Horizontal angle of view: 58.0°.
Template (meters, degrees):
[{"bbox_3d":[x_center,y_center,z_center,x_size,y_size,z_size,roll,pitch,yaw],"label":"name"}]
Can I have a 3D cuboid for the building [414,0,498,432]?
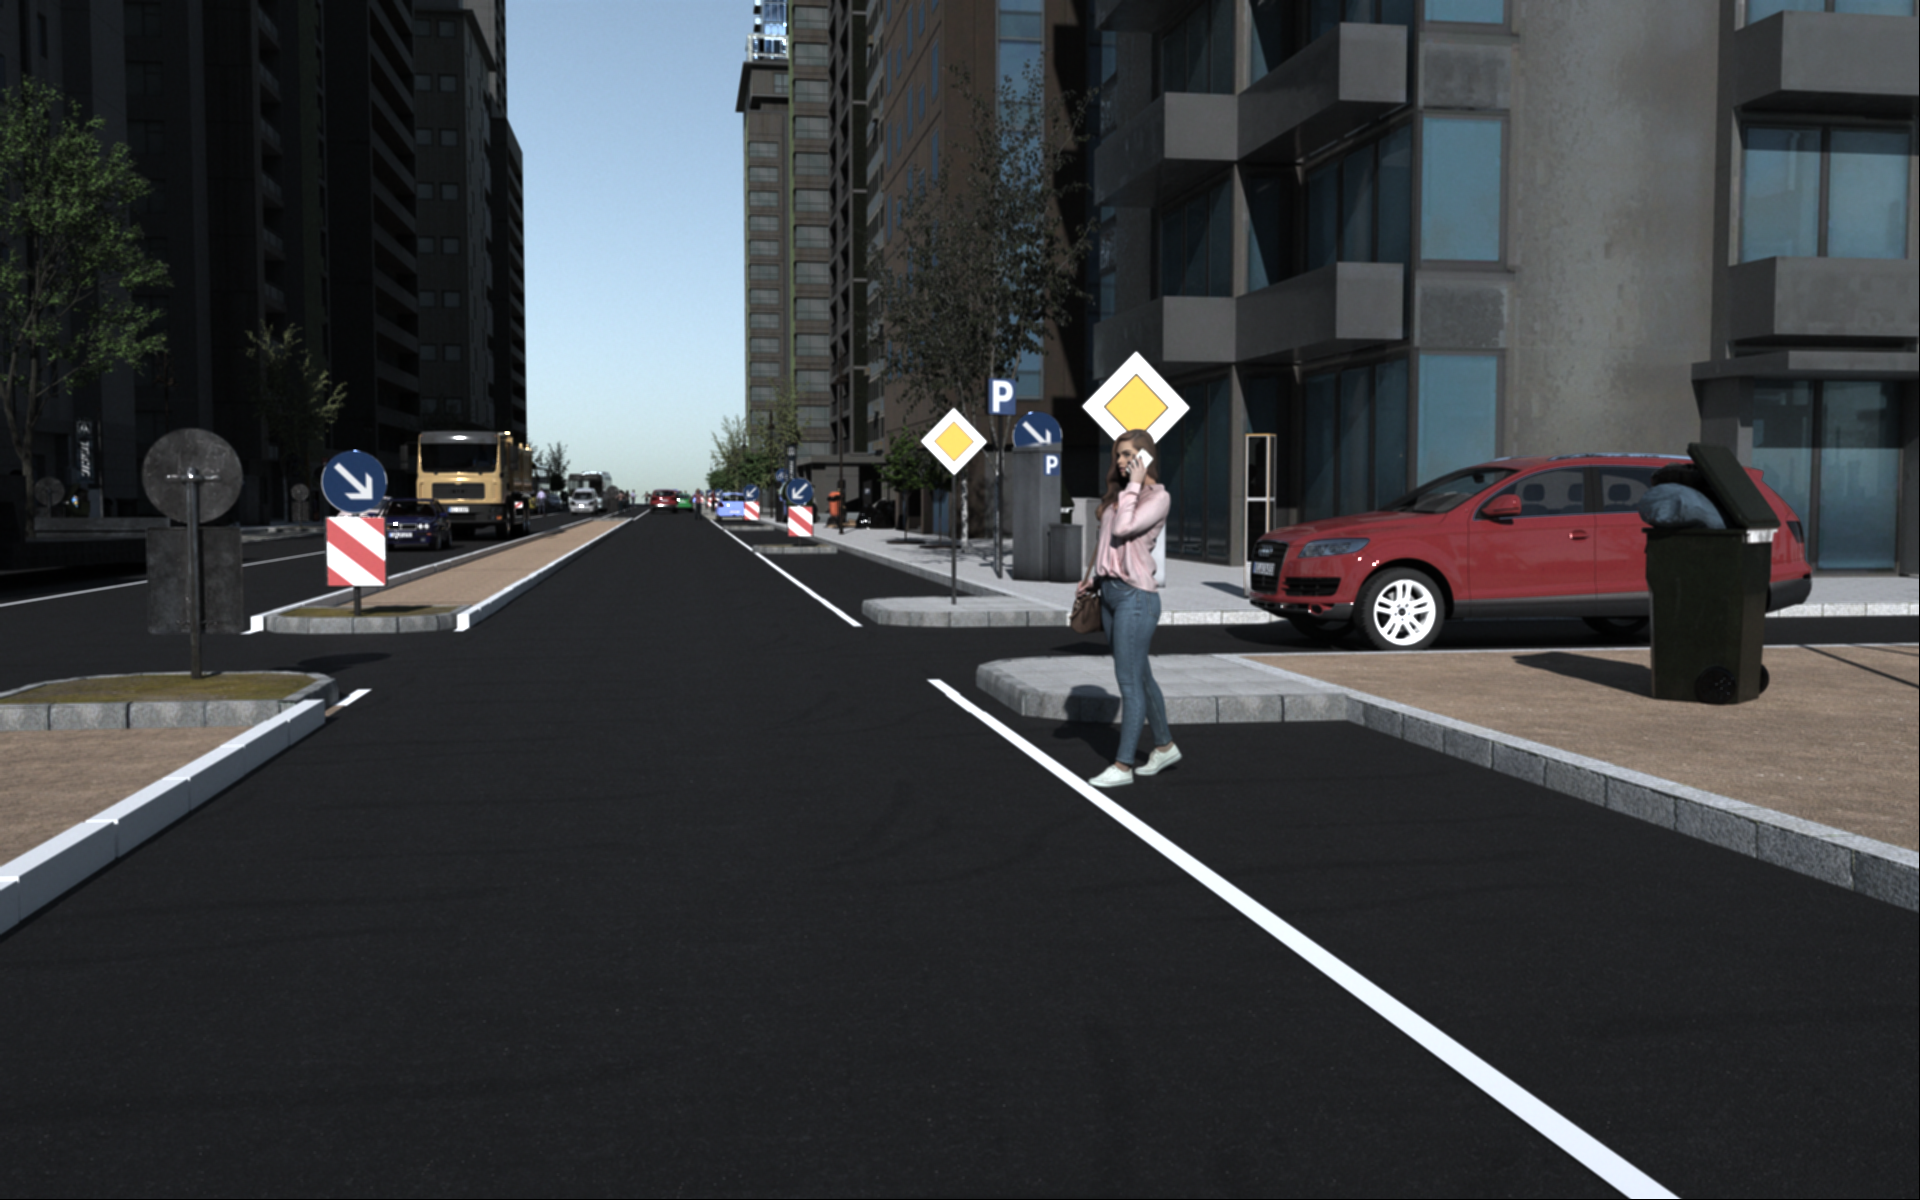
[{"bbox_3d":[-65.307,-36.533,186.546,28.713,52.752,27.495,-1,4,-9],"label":"building"}]

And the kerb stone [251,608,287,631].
[{"bbox_3d":[-7.449,0.219,18.642,0.120,0.150,1.000,-1,4,-9],"label":"kerb stone"}]

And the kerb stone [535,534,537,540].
[{"bbox_3d":[-13.112,-1.885,53.010,0.120,0.150,1.000,-1,4,-9],"label":"kerb stone"}]

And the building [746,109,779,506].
[{"bbox_3d":[-16.148,-30.878,188.447,14.154,41.232,14.086,-1,4,-9],"label":"building"}]

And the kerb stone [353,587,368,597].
[{"bbox_3d":[-8.286,-0.092,23.692,0.120,0.150,1.000,-1,4,-9],"label":"kerb stone"}]

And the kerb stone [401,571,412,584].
[{"bbox_3d":[-8.955,-0.339,27.740,0.120,0.150,1.000,-1,4,-9],"label":"kerb stone"}]

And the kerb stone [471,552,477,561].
[{"bbox_3d":[-10.456,-0.893,36.841,0.120,0.150,1.000,-1,4,-9],"label":"kerb stone"}]

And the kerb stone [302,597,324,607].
[{"bbox_3d":[-7.786,0.094,20.663,0.120,0.150,1.000,-1,4,-9],"label":"kerb stone"}]

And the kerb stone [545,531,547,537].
[{"bbox_3d":[-13.786,-2.127,57.055,0.120,0.150,1.000,-1,4,-9],"label":"kerb stone"}]

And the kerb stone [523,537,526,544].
[{"bbox_3d":[-12.457,-1.637,48.967,0.120,0.150,1.000,-1,4,-9],"label":"kerb stone"}]

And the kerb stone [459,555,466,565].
[{"bbox_3d":[-10.116,-0.772,34.826,0.120,0.150,1.000,-1,4,-9],"label":"kerb stone"}]

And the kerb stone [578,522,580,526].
[{"bbox_3d":[-16.948,-3.307,76.263,0.120,0.150,1.000,-1,4,-9],"label":"kerb stone"}]

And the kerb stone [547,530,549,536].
[{"bbox_3d":[-13.957,-2.192,58.077,0.120,0.150,1.000,-1,4,-9],"label":"kerb stone"}]

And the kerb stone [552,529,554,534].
[{"bbox_3d":[-14.289,-2.318,60.102,0.120,0.150,1.000,-1,4,-9],"label":"kerb stone"}]

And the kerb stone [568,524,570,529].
[{"bbox_3d":[-15.784,-2.875,69.194,0.120,0.150,1.000,-1,4,-9],"label":"kerb stone"}]

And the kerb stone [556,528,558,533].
[{"bbox_3d":[-14.617,-2.442,62.128,0.120,0.150,1.000,-1,4,-9],"label":"kerb stone"}]

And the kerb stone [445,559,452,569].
[{"bbox_3d":[-9.793,-0.643,32.801,0.120,0.150,1.000,-1,4,-9],"label":"kerb stone"}]

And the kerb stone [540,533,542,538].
[{"bbox_3d":[-13.455,-2.009,55.038,0.120,0.150,1.000,-1,4,-9],"label":"kerb stone"}]

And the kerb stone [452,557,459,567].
[{"bbox_3d":[-9.949,-0.711,33.814,0.120,0.150,1.000,-1,4,-9],"label":"kerb stone"}]

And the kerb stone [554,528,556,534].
[{"bbox_3d":[-14.460,-2.378,61.117,0.120,0.150,1.000,-1,4,-9],"label":"kerb stone"}]

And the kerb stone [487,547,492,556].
[{"bbox_3d":[-10.957,-1.082,39.878,0.120,0.150,1.000,-1,4,-9],"label":"kerb stone"}]

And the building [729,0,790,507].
[{"bbox_3d":[-20.212,-56.541,237.122,22.319,86.520,31.000,-1,4,-9],"label":"building"}]

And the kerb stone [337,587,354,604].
[{"bbox_3d":[-8.120,-0.029,22.680,0.120,0.150,1.000,-1,4,-9],"label":"kerb stone"}]

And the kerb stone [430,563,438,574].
[{"bbox_3d":[-9.457,-0.525,30.774,0.120,0.150,1.000,-1,4,-9],"label":"kerb stone"}]

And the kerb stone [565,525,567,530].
[{"bbox_3d":[-15.449,-2.750,67.177,0.120,0.150,1.000,-1,4,-9],"label":"kerb stone"}]

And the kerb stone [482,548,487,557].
[{"bbox_3d":[-10.791,-1.020,38.870,0.120,0.150,1.000,-1,4,-9],"label":"kerb stone"}]

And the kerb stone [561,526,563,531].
[{"bbox_3d":[-15.123,-2.626,65.160,0.120,0.150,1.000,-1,4,-9],"label":"kerb stone"}]

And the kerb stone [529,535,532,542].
[{"bbox_3d":[-12.782,-1.761,50.988,0.120,0.150,1.000,-1,4,-9],"label":"kerb stone"}]

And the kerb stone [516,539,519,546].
[{"bbox_3d":[-12.120,-1.513,46.951,0.120,0.150,1.000,-1,4,-9],"label":"kerb stone"}]

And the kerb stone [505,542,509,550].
[{"bbox_3d":[-11.620,-1.329,43.922,0.120,0.150,1.000,-1,4,-9],"label":"kerb stone"}]

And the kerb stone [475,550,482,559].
[{"bbox_3d":[-10.620,-0.954,37.857,0.120,0.150,1.000,-1,4,-9],"label":"kerb stone"}]

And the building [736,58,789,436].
[{"bbox_3d":[-12.078,-37.961,209.903,28.713,52.752,27.495,-1,4,-9],"label":"building"}]

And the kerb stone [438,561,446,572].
[{"bbox_3d":[-9.609,-0.586,31.785,0.120,0.150,1.000,-1,4,-9],"label":"kerb stone"}]

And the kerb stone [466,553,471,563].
[{"bbox_3d":[-10.284,-0.832,35.834,0.120,0.150,1.000,-1,4,-9],"label":"kerb stone"}]

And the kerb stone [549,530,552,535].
[{"bbox_3d":[-14.119,-2.257,59.090,0.120,0.150,1.000,-1,4,-9],"label":"kerb stone"}]

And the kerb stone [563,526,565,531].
[{"bbox_3d":[-15.285,-2.689,66.169,0.120,0.150,1.000,-1,4,-9],"label":"kerb stone"}]

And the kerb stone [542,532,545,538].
[{"bbox_3d":[-13.617,-2.070,56.047,0.120,0.150,1.000,-1,4,-9],"label":"kerb stone"}]

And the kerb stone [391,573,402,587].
[{"bbox_3d":[-8.786,-0.275,26.732,0.120,0.150,1.000,-1,4,-9],"label":"kerb stone"}]

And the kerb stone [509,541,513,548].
[{"bbox_3d":[-11.782,-1.390,44.931,0.120,0.150,1.000,-1,4,-9],"label":"kerb stone"}]

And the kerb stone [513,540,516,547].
[{"bbox_3d":[-11.952,-1.452,45.942,0.120,0.150,1.000,-1,4,-9],"label":"kerb stone"}]

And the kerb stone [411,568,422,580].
[{"bbox_3d":[-9.117,-0.398,28.756,0.120,0.150,1.000,-1,4,-9],"label":"kerb stone"}]

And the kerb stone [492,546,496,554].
[{"bbox_3d":[-11.119,-1.144,40.893,0.120,0.150,1.000,-1,4,-9],"label":"kerb stone"}]

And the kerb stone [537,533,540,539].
[{"bbox_3d":[-13.285,-1.945,54.020,0.120,0.150,1.000,-1,4,-9],"label":"kerb stone"}]

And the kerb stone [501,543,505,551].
[{"bbox_3d":[-11.454,-1.267,42.910,0.120,0.150,1.000,-1,4,-9],"label":"kerb stone"}]

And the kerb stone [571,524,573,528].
[{"bbox_3d":[-16.119,-2.998,71.210,0.120,0.150,1.000,-1,4,-9],"label":"kerb stone"}]

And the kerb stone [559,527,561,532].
[{"bbox_3d":[-14.958,-2.566,64.143,0.120,0.150,1.000,-1,4,-9],"label":"kerb stone"}]

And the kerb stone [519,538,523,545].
[{"bbox_3d":[-12.289,-1.576,47.959,0.120,0.150,1.000,-1,4,-9],"label":"kerb stone"}]

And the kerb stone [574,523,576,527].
[{"bbox_3d":[-16.451,-3.120,73.238,0.120,0.150,1.000,-1,4,-9],"label":"kerb stone"}]

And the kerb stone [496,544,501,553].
[{"bbox_3d":[-11.288,-1.205,41.902,0.120,0.150,1.000,-1,4,-9],"label":"kerb stone"}]

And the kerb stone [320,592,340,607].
[{"bbox_3d":[-7.953,0.032,21.671,0.120,0.150,1.000,-1,4,-9],"label":"kerb stone"}]

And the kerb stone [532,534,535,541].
[{"bbox_3d":[-12.949,-1.823,51.997,0.120,0.150,1.000,-1,4,-9],"label":"kerb stone"}]

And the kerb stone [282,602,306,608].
[{"bbox_3d":[-7.621,0.156,19.649,0.120,0.150,1.000,-1,4,-9],"label":"kerb stone"}]

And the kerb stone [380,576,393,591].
[{"bbox_3d":[-8.611,-0.216,25.725,0.120,0.150,1.000,-1,4,-9],"label":"kerb stone"}]

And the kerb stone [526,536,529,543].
[{"bbox_3d":[-12.621,-1.699,49.979,0.120,0.150,1.000,-1,4,-9],"label":"kerb stone"}]

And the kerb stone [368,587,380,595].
[{"bbox_3d":[-8.457,-0.154,24.707,0.120,0.150,1.000,-1,4,-9],"label":"kerb stone"}]

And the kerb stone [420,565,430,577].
[{"bbox_3d":[-9.287,-0.463,29.763,0.120,0.150,1.000,-1,4,-9],"label":"kerb stone"}]
